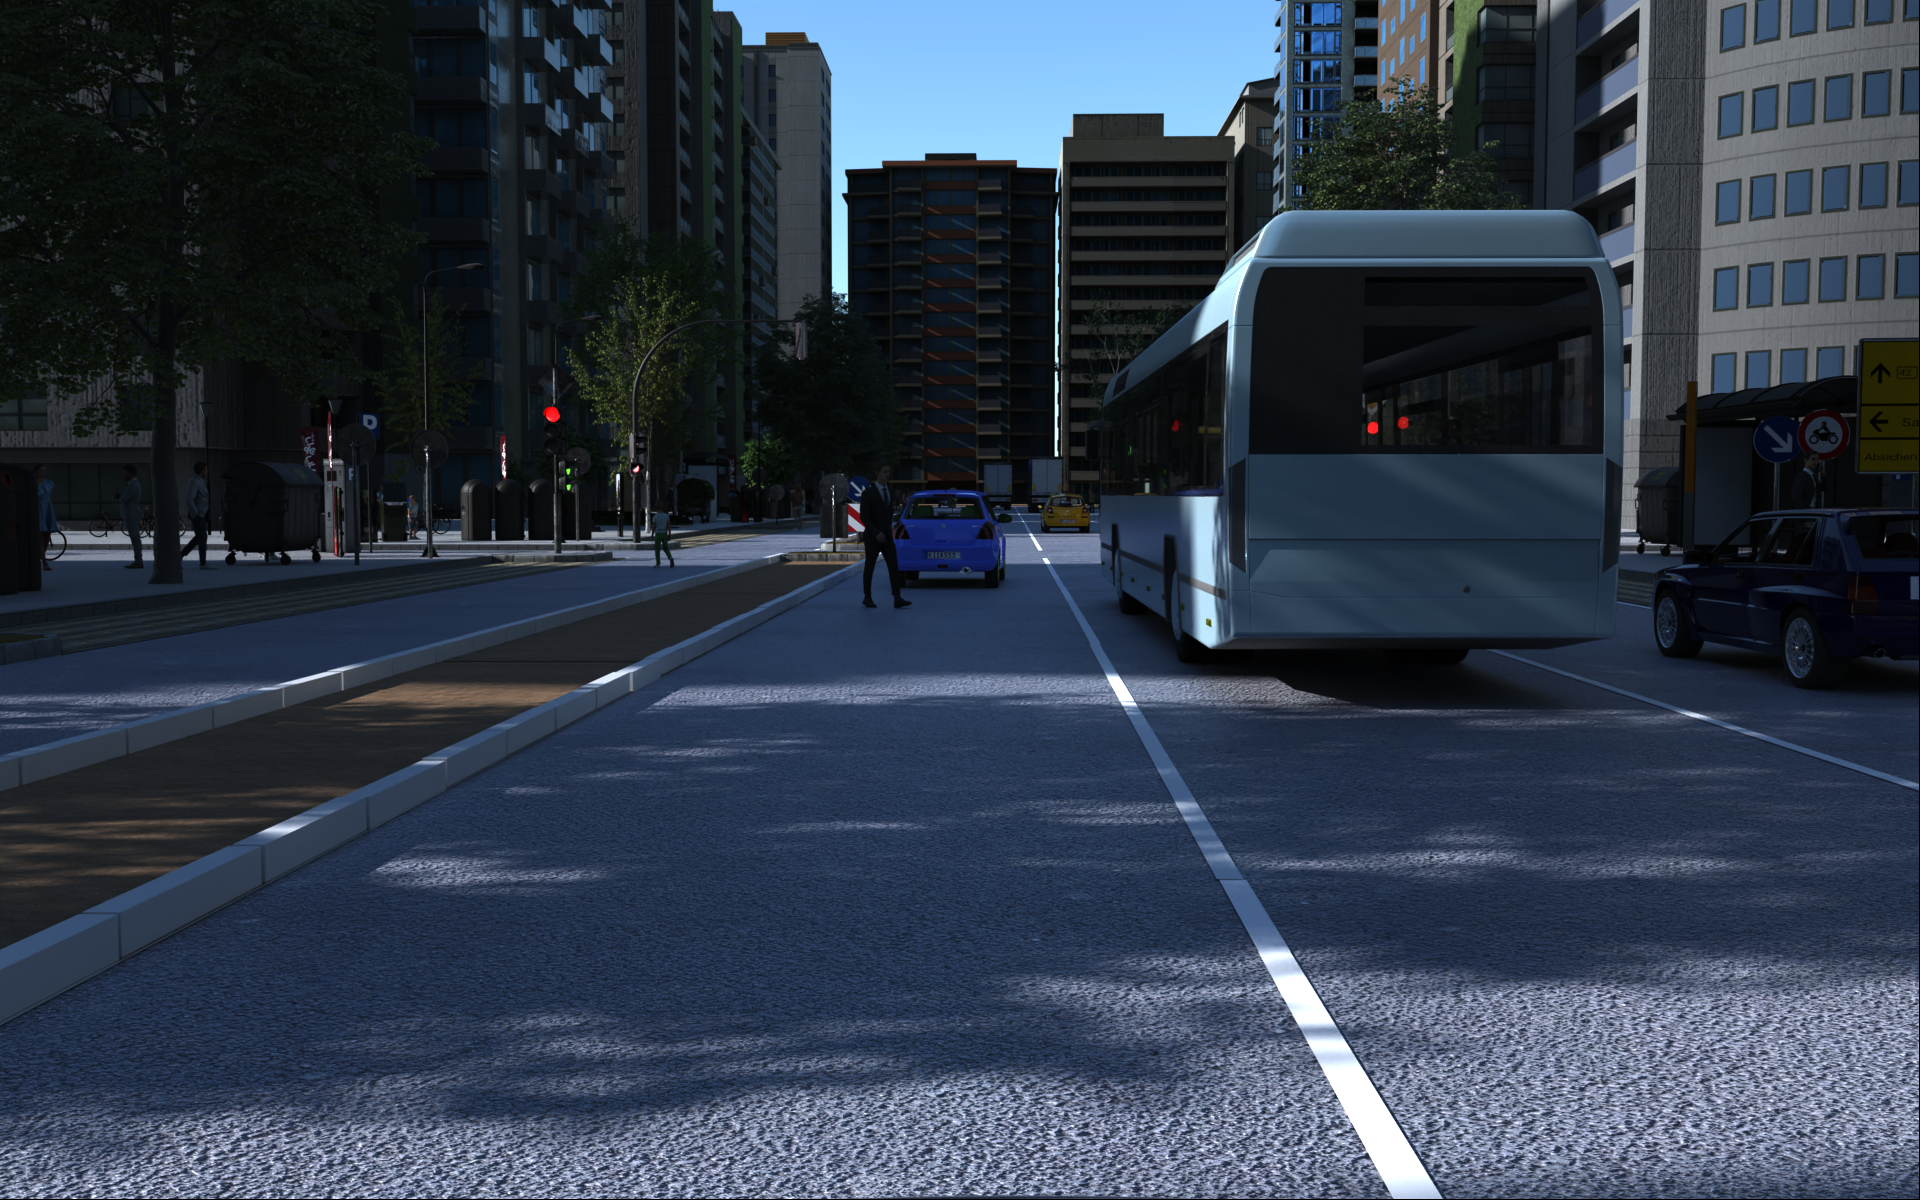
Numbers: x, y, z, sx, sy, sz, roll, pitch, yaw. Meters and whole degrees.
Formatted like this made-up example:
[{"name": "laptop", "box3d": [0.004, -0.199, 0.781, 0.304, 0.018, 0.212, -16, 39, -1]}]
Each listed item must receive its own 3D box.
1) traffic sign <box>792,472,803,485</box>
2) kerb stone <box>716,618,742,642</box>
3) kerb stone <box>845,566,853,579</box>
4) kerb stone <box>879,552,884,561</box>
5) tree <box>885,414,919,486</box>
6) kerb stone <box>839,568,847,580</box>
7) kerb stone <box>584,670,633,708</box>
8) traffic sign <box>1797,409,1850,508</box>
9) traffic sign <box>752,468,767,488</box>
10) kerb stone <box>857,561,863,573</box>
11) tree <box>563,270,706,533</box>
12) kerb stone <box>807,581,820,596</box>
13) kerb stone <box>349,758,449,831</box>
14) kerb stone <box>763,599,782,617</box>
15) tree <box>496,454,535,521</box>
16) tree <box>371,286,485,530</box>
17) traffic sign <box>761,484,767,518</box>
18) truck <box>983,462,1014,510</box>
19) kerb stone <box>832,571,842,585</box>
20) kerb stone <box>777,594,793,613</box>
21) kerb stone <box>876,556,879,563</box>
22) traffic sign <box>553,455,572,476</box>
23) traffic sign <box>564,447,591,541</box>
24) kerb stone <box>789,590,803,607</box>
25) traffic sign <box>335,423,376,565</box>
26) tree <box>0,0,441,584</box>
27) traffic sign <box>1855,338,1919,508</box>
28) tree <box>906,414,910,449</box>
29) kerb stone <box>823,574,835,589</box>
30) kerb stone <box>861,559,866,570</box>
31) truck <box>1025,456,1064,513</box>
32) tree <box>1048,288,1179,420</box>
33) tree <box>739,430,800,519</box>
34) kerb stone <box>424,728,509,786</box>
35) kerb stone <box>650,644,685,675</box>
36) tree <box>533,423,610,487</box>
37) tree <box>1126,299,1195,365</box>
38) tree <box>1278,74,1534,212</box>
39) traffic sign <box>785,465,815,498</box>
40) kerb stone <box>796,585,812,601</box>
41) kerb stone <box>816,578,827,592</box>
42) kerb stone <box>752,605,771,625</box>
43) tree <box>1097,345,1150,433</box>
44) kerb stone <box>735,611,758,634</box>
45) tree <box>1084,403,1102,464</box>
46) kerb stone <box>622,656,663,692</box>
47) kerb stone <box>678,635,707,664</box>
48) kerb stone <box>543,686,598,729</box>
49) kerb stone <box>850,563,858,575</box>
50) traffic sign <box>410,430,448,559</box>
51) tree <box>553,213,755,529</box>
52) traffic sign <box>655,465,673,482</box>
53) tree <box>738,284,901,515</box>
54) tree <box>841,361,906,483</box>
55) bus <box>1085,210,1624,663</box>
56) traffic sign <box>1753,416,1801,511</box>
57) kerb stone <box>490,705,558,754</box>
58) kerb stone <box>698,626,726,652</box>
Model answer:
[{"name": "traffic sign", "box3d": [-9.539, -6.167, 100.943, 0.768, 2.556, 0.104, 0, 4, 4]}, {"name": "kerb stone", "box3d": [-2.311, 0.311, 17.107, 0.120, 0.150, 1.000, 0, 4, 2]}, {"name": "kerb stone", "box3d": [-1.968, -0.436, 29.423, 0.120, 0.150, 1.000, 0, 4, 2]}, {"name": "kerb stone", "box3d": [-1.745, -0.944, 37.622, 0.120, 0.150, 1.000, 0, 4, 2]}, {"name": "tree", "box3d": [-8.033, -15.429, 186.670, 7.601, 10.594, 8.767, -3, 5, -41]}, {"name": "kerb stone", "box3d": [-2.001, -0.379, 28.400, 0.120, 0.150, 1.000, 0, 4, 2]}, {"name": "kerb stone", "box3d": [-2.451, 0.625, 11.981, 0.120, 0.150, 1.000, 0, 4, 2]}, {"name": "traffic sign", "box3d": [12.939, -1.586, 26.041, 0.768, 2.556, 0.104, 0, 4, 3]}, {"name": "traffic sign", "box3d": [-9.807, -5.171, 84.648, 0.768, 2.556, 0.104, 0, 4, 6]}, {"name": "kerb stone", "box3d": [-1.914, -0.560, 31.467, 0.120, 0.150, 1.000, 0, 4, 2]}, {"name": "tree", "box3d": [-10.458, -6.498, 56.599, 4.737, 8.622, 4.395, 0, 3, 0]}, {"name": "kerb stone", "box3d": [-2.116, -0.127, 24.304, 0.120, 0.150, 1.000, 0, 4, 2]}, {"name": "kerb stone", "box3d": [-2.558, 0.882, 7.871, 0.120, 0.150, 1.000, 0, 4, 2]}, {"name": "kerb stone", "box3d": [-2.231, 0.123, 20.186, 0.120, 0.150, 1.000, 0, 4, 2]}, {"name": "tree", "box3d": [-21.678, -5.458, 83.841, 1.663, 3.219, 1.824, 0, 3, 0]}, {"name": "tree", "box3d": [-19.151, -6.825, 61.958, 4.737, 8.622, 4.395, 0, 3, 0]}, {"name": "traffic sign", "box3d": [-10.225, -5.475, 91.642, 0.606, 2.300, 0.079, 0, 4, 2]}, {"name": "truck", "box3d": [3.487, -10.345, 158.048, 2.839, 4.237, 11.283, 0, 4, 1]}, {"name": "kerb stone", "box3d": [-2.019, -0.316, 27.375, 0.120, 0.150, 1.000, 0, 4, 2]}, {"name": "kerb stone", "box3d": [-2.196, 0.061, 21.217, 0.120, 0.150, 1.000, 0, 4, 2]}, {"name": "kerb stone", "box3d": [-1.805, -0.818, 35.566, 0.120, 0.150, 1.000, 0, 4, 2]}, {"name": "traffic sign", "box3d": [-11.936, -3.195, 52.346, 0.768, 2.556, 0.104, 0, 4, 4]}, {"name": "traffic sign", "box3d": [-10.388, -2.867, 46.977, 0.768, 2.556, 0.104, 0, 4, 8]}, {"name": "kerb stone", "box3d": [-2.163, 0.001, 22.250, 0.120, 0.150, 1.000, 0, 4, 2]}, {"name": "traffic sign", "box3d": [-10.877, -1.900, 31.170, 0.768, 2.556, 0.104, 0, 4, 6]}, {"name": "tree", "box3d": [-11.160, -6.529, 24.878, 7.486, 12.596, 7.792, 0, 3, 0]}, {"name": "traffic sign", "box3d": [12.852, -1.755, 22.562, 2.265, 3.308, 0.079, 0, 4, 8]}, {"name": "tree", "box3d": [-8.041, -14.775, 159.697, 7.486, 12.596, 7.792, 0, 3, 0]}, {"name": "kerb stone", "box3d": [-2.052, -0.254, 26.349, 0.120, 0.150, 1.000, 0, 4, 2]}, {"name": "kerb stone", "box3d": [-1.880, -0.626, 32.493, 0.120, 0.150, 1.000, 0, 4, 2]}, {"name": "truck", "box3d": [6.555, -8.913, 134.645, 2.839, 4.237, 11.283, 0, 4, 1]}, {"name": "tree", "box3d": [14.990, -18.600, 160.004, 12.611, 20.169, 13.585, 0, 3, 0]}, {"name": "tree", "box3d": [-9.726, -6.425, 88.766, 4.285, 4.588, 4.351, 0, 3, 0]}, {"name": "kerb stone", "box3d": [-2.535, 0.813, 8.899, 0.120, 0.150, 1.000, 0, 4, 2]}, {"name": "kerb stone", "box3d": [-2.398, 0.499, 14.029, 0.120, 0.150, 1.000, 0, 4, 2]}, {"name": "tree", "box3d": [-17.703, -5.833, 79.077, 4.285, 4.588, 4.351, 0, 3, 0]}, {"name": "tree", "box3d": [14.654, -12.465, 110.463, 9.857, 13.997, 8.962, 0, 3, 0]}, {"name": "tree", "box3d": [13.817, -8.967, 53.272, 9.857, 13.997, 8.962, 0, 3, 0]}, {"name": "traffic sign", "box3d": [-10.526, -7.328, 113.685, 2.265, 3.308, 0.079, 1, 4, 9]}, {"name": "kerb stone", "box3d": [-2.143, -0.066, 23.275, 0.120, 0.150, 1.000, 0, 4, 2]}, {"name": "kerb stone", "box3d": [-2.093, -0.192, 25.328, 0.120, 0.150, 1.000, 0, 4, 2]}, {"name": "kerb stone", "box3d": [-2.250, 0.193, 19.162, 0.120, 0.150, 1.000, 0, 4, 2]}, {"name": "tree", "box3d": [15.930, -13.891, 137.493, 12.009, 13.543, 11.850, 0, 3, 0]}, {"name": "kerb stone", "box3d": [-2.279, 0.248, 18.134, 0.120, 0.150, 1.000, 0, 4, 2]}, {"name": "tree", "box3d": [17.123, -15.756, 183.357, 9.928, 11.665, 9.643, 0, 3, 0]}, {"name": "kerb stone", "box3d": [-2.409, 0.564, 13.007, 0.120, 0.150, 1.000, 0, 4, 2]}, {"name": "kerb stone", "box3d": [-2.367, 0.442, 15.055, 0.120, 0.150, 1.000, 0, 4, 2]}, {"name": "kerb stone", "box3d": [-2.481, 0.692, 10.952, 0.120, 0.150, 1.000, 0, 4, 2]}, {"name": "kerb stone", "box3d": [-1.938, -0.505, 30.445, 0.120, 0.150, 1.000, 0, 4, 2]}, {"name": "traffic sign", "box3d": [-10.532, -2.095, 34.363, 0.768, 2.556, 0.104, 0, 4, 4]}, {"name": "tree", "box3d": [-11.247, -8.500, 64.726, 9.928, 11.665, 9.643, 0, 3, 0]}, {"name": "traffic sign", "box3d": [-12.760, -4.559, 74.653, 0.768, 2.556, 0.104, 0, 4, 6]}, {"name": "tree", "box3d": [-8.816, -12.259, 107.092, 9.857, 13.997, 8.962, 0, 3, 0]}, {"name": "tree", "box3d": [-8.527, -13.587, 140.274, 7.486, 12.596, 7.792, 0, 3, 0]}, {"name": "bus", "box3d": [3.104, -1.407, 17.870, 2.948, 3.499, 13.247, 0, 4, 1]}, {"name": "traffic sign", "box3d": [13.330, -1.723, 28.284, 0.768, 2.556, 0.104, 1, 4, 10]}, {"name": "kerb stone", "box3d": [-2.511, 0.751, 9.923, 0.120, 0.150, 1.000, 0, 4, 2]}, {"name": "kerb stone", "box3d": [-2.336, 0.380, 16.083, 0.120, 0.150, 1.000, 0, 4, 2]}]
